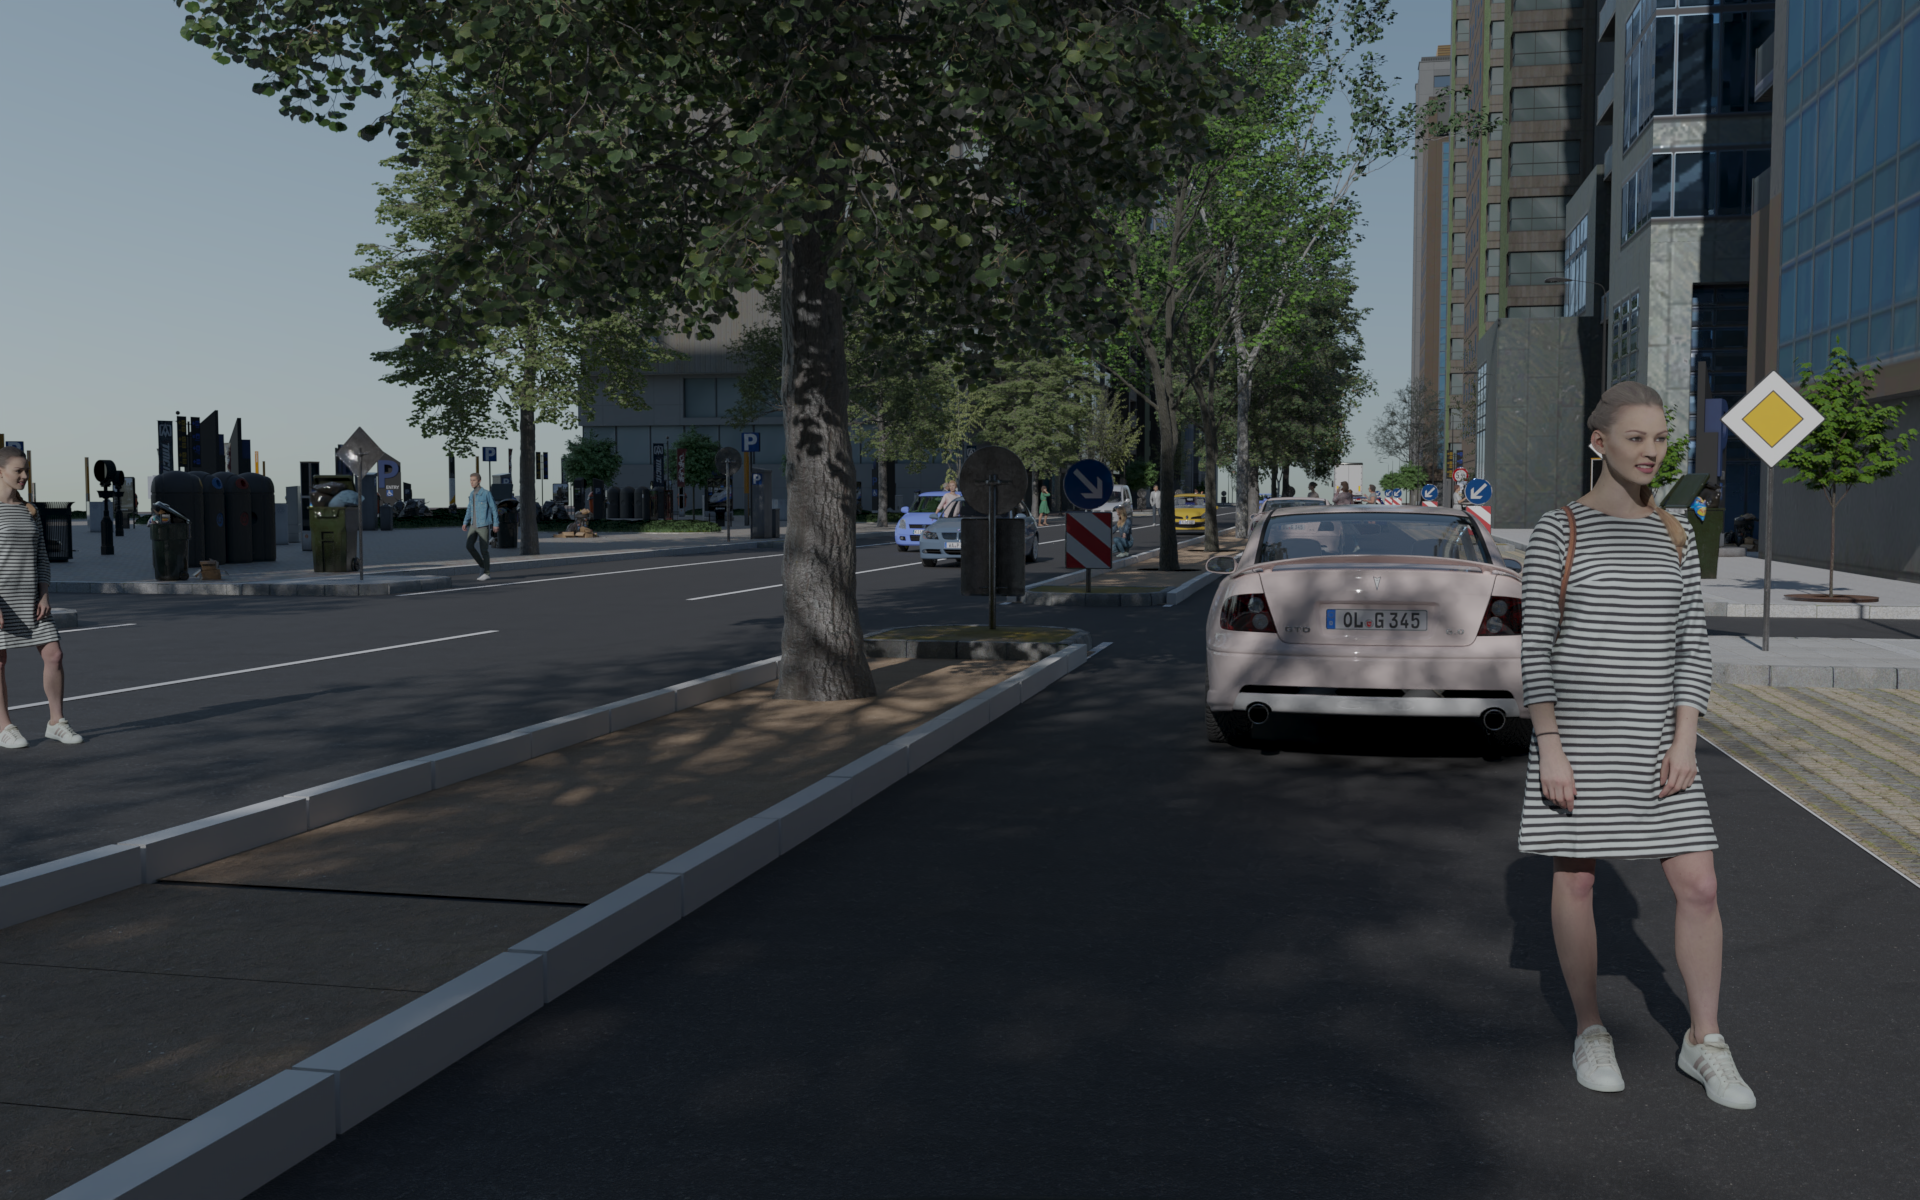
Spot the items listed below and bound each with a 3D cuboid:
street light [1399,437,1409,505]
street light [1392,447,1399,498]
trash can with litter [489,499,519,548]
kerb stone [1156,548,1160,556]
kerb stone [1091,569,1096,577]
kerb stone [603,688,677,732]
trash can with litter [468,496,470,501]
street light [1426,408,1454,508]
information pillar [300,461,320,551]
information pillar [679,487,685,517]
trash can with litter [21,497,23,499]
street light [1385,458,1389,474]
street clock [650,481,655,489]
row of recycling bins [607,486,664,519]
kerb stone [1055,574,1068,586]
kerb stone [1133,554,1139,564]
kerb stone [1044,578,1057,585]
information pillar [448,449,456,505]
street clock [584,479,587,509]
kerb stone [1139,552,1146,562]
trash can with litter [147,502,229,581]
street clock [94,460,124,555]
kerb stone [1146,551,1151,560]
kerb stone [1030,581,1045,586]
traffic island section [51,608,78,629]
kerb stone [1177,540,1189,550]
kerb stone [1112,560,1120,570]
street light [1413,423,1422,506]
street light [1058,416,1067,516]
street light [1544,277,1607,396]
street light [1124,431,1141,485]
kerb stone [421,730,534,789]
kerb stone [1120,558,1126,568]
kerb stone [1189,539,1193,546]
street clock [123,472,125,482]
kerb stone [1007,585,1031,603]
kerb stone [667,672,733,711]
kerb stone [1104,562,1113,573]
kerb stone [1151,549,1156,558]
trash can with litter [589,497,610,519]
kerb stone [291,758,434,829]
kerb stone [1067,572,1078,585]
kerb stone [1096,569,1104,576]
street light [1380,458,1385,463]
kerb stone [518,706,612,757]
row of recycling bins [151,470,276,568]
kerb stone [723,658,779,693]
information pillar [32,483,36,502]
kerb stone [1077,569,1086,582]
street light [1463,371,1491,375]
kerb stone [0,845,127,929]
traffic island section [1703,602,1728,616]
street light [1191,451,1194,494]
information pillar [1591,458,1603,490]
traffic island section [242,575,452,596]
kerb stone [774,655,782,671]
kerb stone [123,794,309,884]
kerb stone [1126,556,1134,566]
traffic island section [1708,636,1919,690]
[{"bbox_3d":[36.717,-10.297,140.897,1.470,5.913,1.316,1,4,13],"label":"street light"},{"bbox_3d":[43.081,-12.028,169.203,1.470,5.913,1.316,1,4,13],"label":"street light"},{"bbox_3d":[-10.877,-1.815,41.062,0.624,1.170,1.055,-3,5,-39],"label":"trash can with litter"},{"bbox_3d":[4.394,-1.050,39.375,0.120,0.150,1.000,1,4,13],"label":"kerb stone"},{"bbox_3d":[2.138,-0.439,29.366,0.120,0.150,1.000,1,4,13],"label":"kerb stone"},{"bbox_3d":[-2.031,0.695,10.838,0.120,0.150,1.000,1,4,13],"label":"kerb stone"},{"bbox_3d":[-24.068,-4.497,84.582,1.678,1.210,2.233,0,4,1],"label":"trash can with litter"},{"bbox_3d":[26.076,-7.412,93.719,1.470,5.913,1.316,1,4,13],"label":"street light"},{"bbox_3d":[-14.592,-2.106,38.922,0.304,2.012,0.304,2,4,23],"label":"information pillar"},{"bbox_3d":[-15.767,-5.729,98.156,0.304,2.012,0.304,0,4,1],"label":"information pillar"},{"bbox_3d":[-60.420,-6.103,111.172,0.624,1.170,1.055,-1,4,-16],"label":"trash can with litter"},{"bbox_3d":[48.419,-13.486,193.032,1.470,5.913,1.316,1,4,13],"label":"street light"},{"bbox_3d":[-16.684,-5.485,94.242,0.358,2.002,0.471,-2,4,-25],"label":"street clock"},{"bbox_3d":[-17.005,-5.131,91.002,3.534,1.692,1.069,1,4,21],"label":"row of recycling bins"},{"bbox_3d":[1.468,-0.255,26.370,0.120,0.150,1.000,1,4,13],"label":"kerb stone"},{"bbox_3d":[3.495,-0.801,35.382,0.120,0.150,1.000,1,4,13],"label":"kerb stone"},{"bbox_3d":[1.240,-0.192,25.366,0.120,0.150,1.000,1,4,13],"label":"kerb stone"},{"bbox_3d":[-26.435,-6.040,90.115,0.183,3.616,0.504,1,4,17],"label":"information pillar"},{"bbox_3d":[-17.406,-4.598,79.745,0.358,2.002,0.471,2,4,33],"label":"street clock"},{"bbox_3d":[3.727,-0.867,36.377,0.120,0.150,1.000,1,4,13],"label":"kerb stone"},{"bbox_3d":[-11.544,-0.887,25.892,1.055,1.170,0.624,-2,4,-31],"label":"trash can with litter"},{"bbox_3d":[-18.010,-1.955,36.533,0.471,2.002,0.358,2,4,31],"label":"street clock"},{"bbox_3d":[3.950,-0.928,37.375,0.120,0.150,1.000,1,4,13],"label":"kerb stone"},{"bbox_3d":[1.015,-0.133,24.366,0.120,0.150,1.000,1,4,13],"label":"kerb stone"},{"bbox_3d":[-10.703,0.259,18.051,2.009,0.180,2.903,1,4,13],"label":"traffic island section"},{"bbox_3d":[5.970,-1.479,46.376,0.120,0.150,1.000,1,4,13],"label":"kerb stone"},{"bbox_3d":[2.815,-0.623,32.375,0.120,0.150,1.000,1,4,13],"label":"kerb stone"},{"bbox_3d":[30.295,-8.586,112.924,1.470,5.913,1.316,1,4,13],"label":"street light"},{"bbox_3d":[6.387,-7.834,100.627,1.470,5.913,1.316,1,4,13],"label":"street light"},{"bbox_3d":[13.194,-3.949,37.106,1.470,5.913,1.316,1,4,13],"label":"street light"},{"bbox_3d":[12.756,-9.546,128.611,1.470,5.913,1.316,1,4,13],"label":"street light"},{"bbox_3d":[-2.476,0.819,8.842,0.120,0.150,1.000,1,4,13],"label":"kerb stone"},{"bbox_3d":[3.036,-0.682,33.376,0.120,0.150,1.000,1,4,13],"label":"kerb stone"},{"bbox_3d":[6.199,-1.535,47.374,0.120,0.150,1.000,1,4,13],"label":"kerb stone"},{"bbox_3d":[-25.586,-2.942,52.674,0.358,2.002,0.471,0,4,-5],"label":"street clock"},{"bbox_3d":[0.788,-0.066,23.358,0.120,0.150,1.000,1,4,13],"label":"kerb stone"},{"bbox_3d":[-1.801,0.633,11.839,0.120,0.150,1.000,1,4,13],"label":"kerb stone"},{"bbox_3d":[2.595,-0.555,31.371,0.120,0.150,1.000,1,4,13],"label":"kerb stone"},{"bbox_3d":[4.166,-0.987,38.379,0.120,0.150,1.000,1,4,13],"label":"kerb stone"},{"bbox_3d":[-17.412,-4.396,83.266,1.055,1.170,0.624,-3,5,-45],"label":"trash can with litter"},{"bbox_3d":[-2.707,0.878,7.843,0.120,0.150,1.000,1,4,13],"label":"kerb stone"},{"bbox_3d":[1.687,-0.316,27.369,0.120,0.150,1.000,1,4,13],"label":"kerb stone"},{"bbox_3d":[2.358,-0.500,30.364,0.120,0.150,1.000,1,4,13],"label":"kerb stone"},{"bbox_3d":[54.785,-15.235,221.628,1.470,5.913,1.316,1,4,13],"label":"street light"},{"bbox_3d":[-2.258,0.756,9.841,0.120,0.150,1.000,1,4,13],"label":"kerb stone"},{"bbox_3d":[-13.649,-1.502,31.671,1.069,1.692,3.534,0,4,4],"label":"row of recycling bins"},{"bbox_3d":[-1.581,0.572,12.838,0.120,0.150,1.000,1,4,13],"label":"kerb stone"},{"bbox_3d":[-59.497,-6.521,111.114,0.304,2.012,0.304,0,4,-1],"label":"information pillar"},{"bbox_3d":[1.923,-0.377,28.367,0.120,0.150,1.000,1,4,13],"label":"kerb stone"},{"bbox_3d":[19.691,-5.680,65.408,1.470,5.913,1.316,1,4,13],"label":"street light"},{"bbox_3d":[-3.156,1.000,5.842,0.120,0.150,1.000,1,4,13],"label":"kerb stone"},{"bbox_3d":[8.360,0.020,21.955,2.009,0.180,2.903,1,4,13],"label":"traffic island section"},{"bbox_3d":[24.946,-12.851,182.650,1.470,5.913,1.316,1,4,13],"label":"street light"},{"bbox_3d":[13.129,-1.896,35.485,0.304,2.012,0.304,-3,4,-39],"label":"information pillar"},{"bbox_3d":[-8.949,-0.218,25.842,2.009,0.180,2.903,1,4,13],"label":"traffic island section"},{"bbox_3d":[-1.352,0.514,13.834,0.120,0.150,1.000,1,4,13],"label":"kerb stone"},{"bbox_3d":[-2.928,0.939,6.841,0.120,0.150,1.000,1,4,13],"label":"kerb stone"},{"bbox_3d":[3.275,-0.741,34.384,0.120,0.150,1.000,1,4,13],"label":"kerb stone"},{"bbox_3d":[6.606,0.496,14.164,2.009,0.180,2.903,1,4,13],"label":"traffic island section"}]
